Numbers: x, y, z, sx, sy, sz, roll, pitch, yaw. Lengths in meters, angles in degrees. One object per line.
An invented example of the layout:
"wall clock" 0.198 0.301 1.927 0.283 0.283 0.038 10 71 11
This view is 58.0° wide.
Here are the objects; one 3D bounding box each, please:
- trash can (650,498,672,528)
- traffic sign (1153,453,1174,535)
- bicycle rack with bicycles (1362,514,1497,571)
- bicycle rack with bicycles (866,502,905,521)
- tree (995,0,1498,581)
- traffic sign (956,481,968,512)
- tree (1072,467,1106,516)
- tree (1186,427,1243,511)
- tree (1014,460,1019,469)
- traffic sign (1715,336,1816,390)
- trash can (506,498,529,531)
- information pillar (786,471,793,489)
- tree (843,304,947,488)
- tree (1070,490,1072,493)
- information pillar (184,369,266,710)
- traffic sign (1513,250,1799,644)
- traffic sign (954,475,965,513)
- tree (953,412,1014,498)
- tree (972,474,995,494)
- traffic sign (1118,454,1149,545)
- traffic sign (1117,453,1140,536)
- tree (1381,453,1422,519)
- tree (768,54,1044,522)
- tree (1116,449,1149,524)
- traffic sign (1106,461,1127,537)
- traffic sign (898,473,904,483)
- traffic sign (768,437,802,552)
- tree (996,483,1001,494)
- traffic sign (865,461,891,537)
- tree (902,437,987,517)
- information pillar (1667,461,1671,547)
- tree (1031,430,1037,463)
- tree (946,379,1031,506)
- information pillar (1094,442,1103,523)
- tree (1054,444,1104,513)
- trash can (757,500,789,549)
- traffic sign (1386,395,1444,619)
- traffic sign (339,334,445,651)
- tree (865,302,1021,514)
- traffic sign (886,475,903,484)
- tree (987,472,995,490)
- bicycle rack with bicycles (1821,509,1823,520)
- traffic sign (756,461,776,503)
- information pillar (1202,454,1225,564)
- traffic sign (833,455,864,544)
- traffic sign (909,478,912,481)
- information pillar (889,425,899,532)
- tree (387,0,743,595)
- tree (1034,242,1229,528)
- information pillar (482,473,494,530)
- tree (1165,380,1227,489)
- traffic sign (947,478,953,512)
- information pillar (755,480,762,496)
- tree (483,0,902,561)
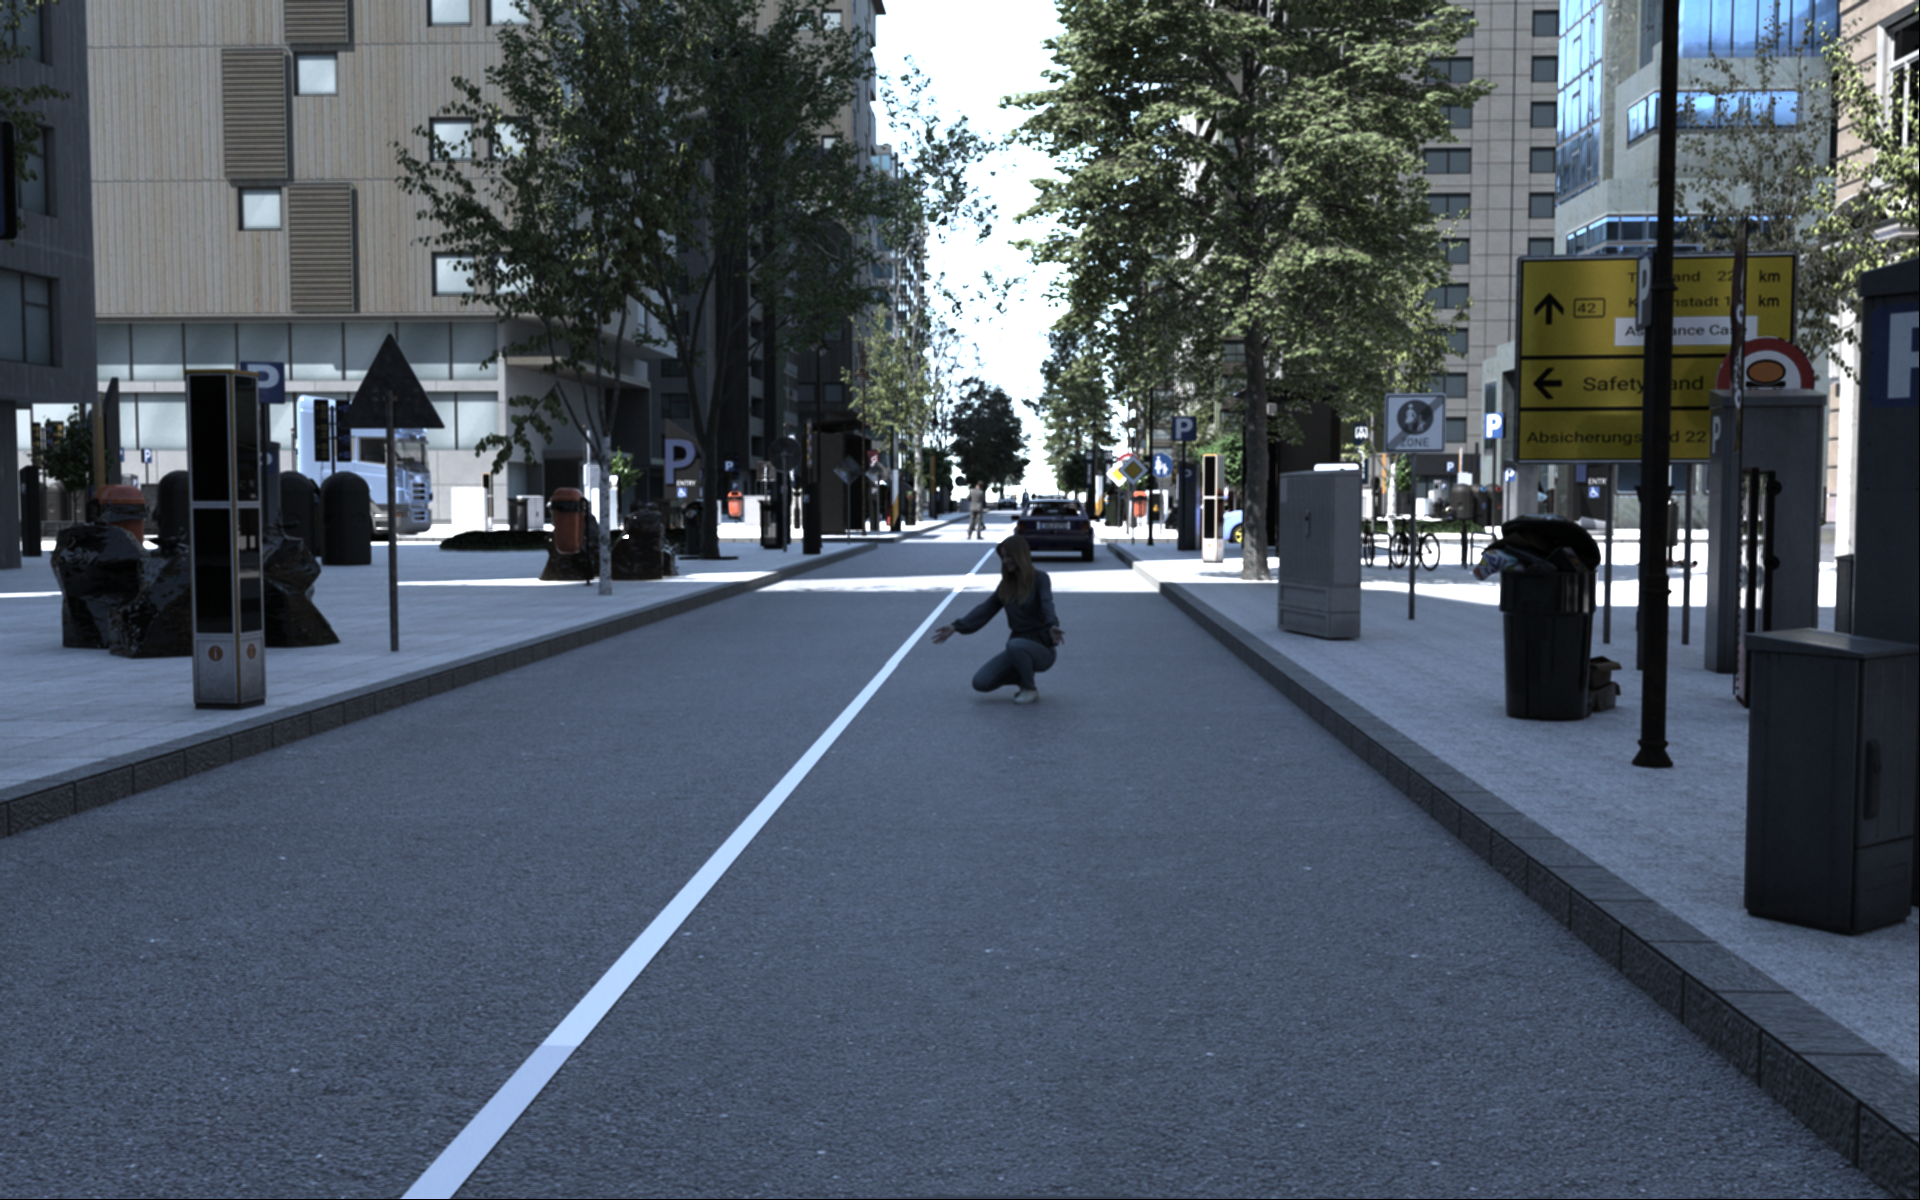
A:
"trash can" -9.718 -2.729 56.272 0.748 1.137 0.748 0 3 0
"traffic sign" 6.264 -3.291 53.920 0.768 2.556 0.104 1 4 8
"bicycle rack with bicycles" 8.099 -1.021 30.075 2.852 0.926 2.925 0 4 5
"bicycle rack with bicycles" -3.996 -4.256 82.969 2.852 0.926 2.925 -3 5 -42
"tree" 4.061 -6.545 25.136 7.486 12.596 7.792 0 3 0
"traffic sign" 0.151 -7.403 121.037 0.884 2.594 0.081 1 4 9
"tree" 7.820 -6.468 100.359 1.663 3.219 1.824 0 3 0
"tree" 13.191 -6.021 82.153 4.285 4.588 4.351 0 3 0
"tree" 5.802 -17.895 242.947 4.360 8.622 3.978 0 3 0
"traffic sign" 6.511 -0.855 14.087 0.768 2.556 0.104 0 4 8
"trash can" -14.776 -2.830 57.932 0.748 1.137 0.748 0 3 0
"information pillar" -8.530 -5.838 86.798 0.183 3.616 0.504 -3 4 -38
"tree" -2.530 -7.067 65.908 4.737 8.622 4.395 0 3 0
"tree" 11.754 -10.569 167.410 1.663 3.219 1.824 0 3 0
"information pillar" -4.400 -0.360 10.386 0.304 2.012 0.304 1 4 8
"traffic sign" 5.873 -1.275 14.722 2.265 3.308 0.079 1 4 9
"traffic sign" -0.017 -7.216 118.085 0.768 2.556 0.104 1 4 12
"tree" 1.530 -12.252 150.683 4.360 8.622 3.978 0 3 0
"tree" 2.117 -10.586 167.685 1.663 3.219 1.824 0 3 0
"traffic sign" 4.391 -2.465 43.940 0.795 2.450 0.064 0 4 3
"traffic sign" 5.194 -3.257 53.355 0.768 2.556 0.104 0 4 6
"tree" 19.133 -4.878 74.350 1.663 3.219 1.824 0 3 0
"tree" -2.787 -13.561 77.612 12.611 20.169 13.585 0 3 0
"tree" 7.403 -4.825 73.485 1.663 3.219 1.824 0 3 0
"traffic sign" 4.764 -2.953 51.917 0.795 2.450 0.064 0 4 3
"traffic sign" -3.429 -5.713 93.410 0.884 2.594 0.081 1 4 9
"traffic sign" -3.887 -2.343 38.413 0.768 2.556 0.104 1 4 9
"tree" 4.752 -14.847 237.343 1.663 3.219 1.824 0 3 0
"traffic sign" -2.471 -2.974 52.274 0.795 2.450 0.064 0 4 3
"tree" -1.672 -7.048 98.943 4.285 4.588 4.351 0 3 0
"information pillar" 17.176 -3.106 42.143 0.183 3.616 0.504 3 5 41
"tree" 6.228 -21.313 255.115 9.857 13.997 8.962 0 3 0
"tree" 2.615 -17.405 191.228 9.857 13.997 8.962 0 3 0
"information pillar" 6.278 -5.307 78.121 0.183 3.616 0.504 3 4 36
"tree" 8.264 -7.939 113.509 4.285 4.588 4.351 0 3 0
"trash can" -4.375 -1.769 40.584 0.748 1.137 0.748 0 3 0
"traffic sign" 4.623 -0.950 17.666 0.606 2.300 0.079 0 4 7
"traffic sign" -4.618 -0.861 14.076 0.884 2.594 0.081 0 4 6
"tree" -1.321 -12.312 111.668 12.009 13.543 11.850 0 3 0
"traffic sign" -3.339 -5.381 87.983 0.884 2.594 0.081 0 4 6
"tree" 1.789 -11.973 179.476 4.285 4.588 4.351 0 3 0
"bicycle rack with bicycles" 29.987 -2.848 59.955 2.925 0.926 2.852 -2 4 -34
"traffic sign" -6.081 -3.191 54.303 0.606 2.300 0.079 0 4 3
"information pillar" 4.691 -1.685 32.049 0.304 2.012 0.304 3 4 38
"traffic sign" -2.844 -2.487 44.298 0.795 2.450 0.064 0 4 3
"traffic sign" -2.781 -6.476 105.991 0.768 2.556 0.104 1 4 9
"information pillar" -2.216 -4.119 58.699 0.183 3.616 0.504 1 4 20
"tree" -4.716 -4.383 22.028 4.737 8.622 4.395 0 3 0
"tree" 6.397 -7.991 65.062 8.767 10.594 7.601 2 4 28
"information pillar" -16.742 -3.482 61.415 0.304 2.012 0.304 0 4 1
"tree" 14.646 -9.613 107.531 4.737 8.622 4.395 0 3 0
"traffic sign" -0.857 -7.502 122.762 0.768 2.556 0.104 0 4 5
"information pillar" -10.369 -5.179 89.175 0.304 2.012 0.304 -1 4 -9
"tree" -4.985 -6.592 33.535 9.928 11.665 9.643 0 3 0
